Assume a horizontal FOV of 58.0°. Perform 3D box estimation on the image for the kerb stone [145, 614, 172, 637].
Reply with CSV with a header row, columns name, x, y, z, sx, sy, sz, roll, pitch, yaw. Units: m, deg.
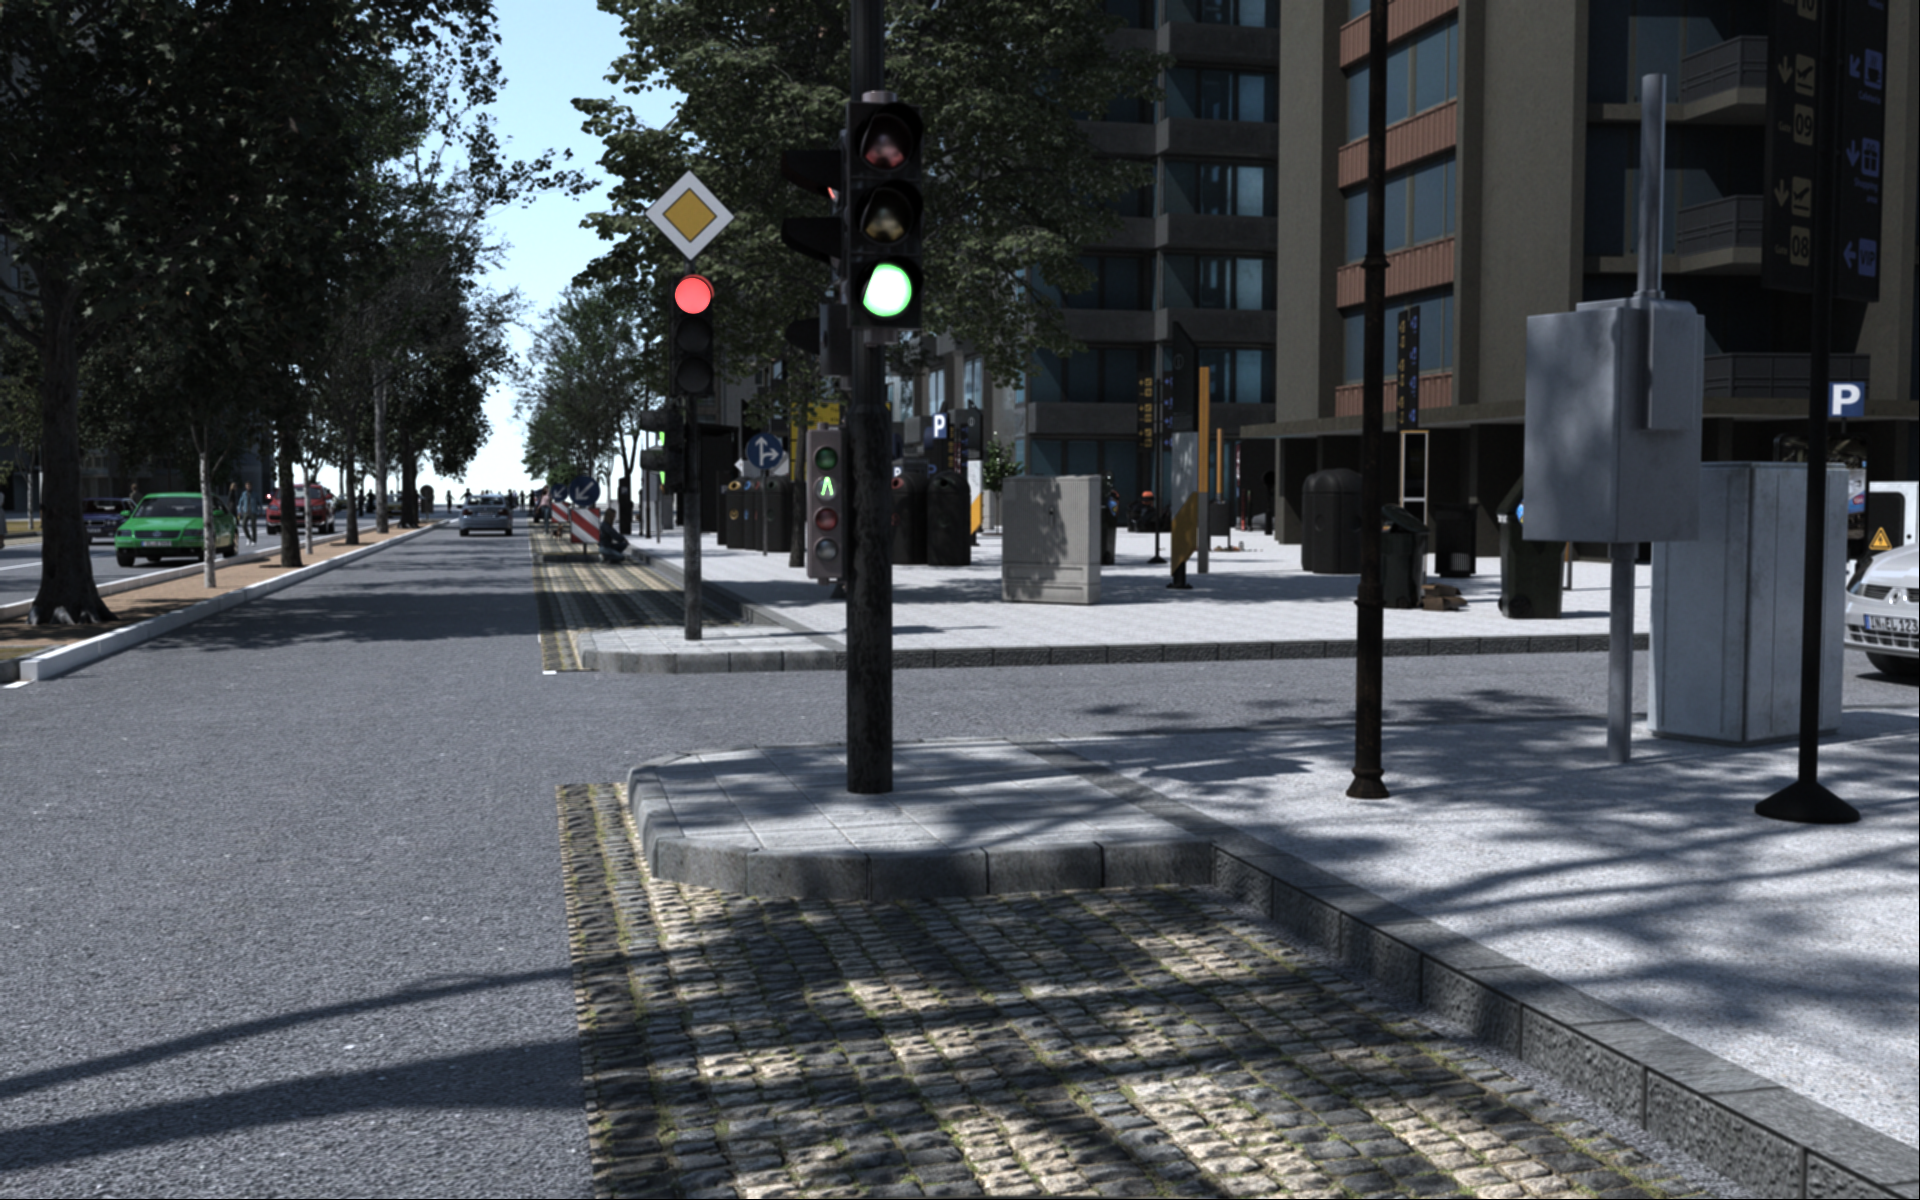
name,x,y,z,sx,sy,sz,roll,pitch,yaw
kerb stone,-8.242,0.276,17.697,0.120,0.150,1.000,-1,4,-14

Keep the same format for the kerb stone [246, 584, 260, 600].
name,x,y,z,sx,sy,sz,roll,pitch,yaw
kerb stone,-9.733,-0.089,23.653,0.120,0.150,1.000,-1,4,-14

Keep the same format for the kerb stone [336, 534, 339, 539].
name,x,y,z,sx,sy,sz,roll,pitch,yaw
kerb stone,-19.537,-1.944,53.978,0.120,0.150,1.000,-1,4,-14

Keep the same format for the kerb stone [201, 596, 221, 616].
name,x,y,z,sx,sy,sz,roll,pitch,yaw
kerb stone,-8.999,0.093,20.676,0.120,0.150,1.000,-1,4,-14

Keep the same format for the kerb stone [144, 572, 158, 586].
name,x,y,z,sx,sy,sz,roll,pitch,yaw
kerb stone,-12.770,-0.302,27.129,0.120,0.150,1.000,-1,4,-14

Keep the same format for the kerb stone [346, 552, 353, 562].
name,x,y,z,sx,sy,sz,roll,pitch,yaw
kerb stone,-12.986,-0.880,36.585,0.120,0.150,1.000,-1,4,-14

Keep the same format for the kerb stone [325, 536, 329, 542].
name,x,y,z,sx,sy,sz,roll,pitch,yaw
kerb stone,-18.778,-1.758,50.985,0.120,0.150,1.000,-1,4,-14

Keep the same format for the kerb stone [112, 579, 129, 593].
name,x,y,z,sx,sy,sz,roll,pitch,yaw
kerb stone,-12.280,-0.176,25.138,0.120,0.150,1.000,-1,4,-14

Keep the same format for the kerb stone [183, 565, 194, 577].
name,x,y,z,sx,sy,sz,roll,pitch,yaw
kerb stone,-13.520,-0.484,30.117,0.120,0.150,1.000,-1,4,-14

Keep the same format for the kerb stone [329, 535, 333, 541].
name,x,y,z,sx,sy,sz,roll,pitch,yaw
kerb stone,-19.020,-1.818,51.985,0.120,0.150,1.000,-1,4,-14

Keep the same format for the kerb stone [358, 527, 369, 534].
name,x,y,z,sx,sy,sz,roll,pitch,yaw
kerb stone,-22.029,-2.552,63.935,0.120,0.150,1.000,-1,4,-14

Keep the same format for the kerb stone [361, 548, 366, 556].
name,x,y,z,sx,sy,sz,roll,pitch,yaw
kerb stone,-13.747,-1.061,39.572,0.120,0.150,1.000,-1,4,-14

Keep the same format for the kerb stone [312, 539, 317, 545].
name,x,y,z,sx,sy,sz,roll,pitch,yaw
kerb stone,-18.028,-1.579,48.012,0.120,0.150,1.000,-1,4,-14

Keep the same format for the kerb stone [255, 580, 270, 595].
name,x,y,z,sx,sy,sz,roll,pitch,yaw
kerb stone,-9.995,-0.151,24.657,0.120,0.150,1.000,-1,4,-14

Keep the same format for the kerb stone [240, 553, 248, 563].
name,x,y,z,sx,sy,sz,roll,pitch,yaw
kerb stone,-15.028,-0.849,36.074,0.120,0.150,1.000,-1,4,-14

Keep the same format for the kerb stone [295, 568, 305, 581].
name,x,y,z,sx,sy,sz,roll,pitch,yaw
kerb stone,-10.994,-0.394,28.637,0.120,0.150,1.000,-1,4,-14

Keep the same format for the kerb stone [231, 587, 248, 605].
name,x,y,z,sx,sy,sz,roll,pitch,yaw
kerb stone,-9.495,-0.028,22.659,0.120,0.150,1.000,-1,4,-14

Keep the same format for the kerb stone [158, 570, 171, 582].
name,x,y,z,sx,sy,sz,roll,pitch,yaw
kerb stone,-13.028,-0.363,28.127,0.120,0.150,1.000,-1,4,-14

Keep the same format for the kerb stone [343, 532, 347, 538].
name,x,y,z,sx,sy,sz,roll,pitch,yaw
kerb stone,-20.024,-2.067,55.985,0.120,0.150,1.000,-1,4,-14

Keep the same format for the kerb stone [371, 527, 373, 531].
name,x,y,z,sx,sy,sz,roll,pitch,yaw
kerb stone,-22.528,-2.674,65.921,0.120,0.150,1.000,-1,4,-14

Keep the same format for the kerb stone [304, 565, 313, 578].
name,x,y,z,sx,sy,sz,roll,pitch,yaw
kerb stone,-11.239,-0.451,29.629,0.120,0.150,1.000,-1,4,-14

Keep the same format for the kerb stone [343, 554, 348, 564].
name,x,y,z,sx,sy,sz,roll,pitch,yaw
kerb stone,-12.743,-0.819,35.589,0.120,0.150,1.000,-1,4,-14

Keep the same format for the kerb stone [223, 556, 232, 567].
name,x,y,z,sx,sy,sz,roll,pitch,yaw
kerb stone,-14.530,-0.727,34.087,0.120,0.150,1.000,-1,4,-14

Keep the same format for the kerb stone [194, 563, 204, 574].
name,x,y,z,sx,sy,sz,roll,pitch,yaw
kerb stone,-13.780,-0.545,31.109,0.120,0.150,1.000,-1,4,-14

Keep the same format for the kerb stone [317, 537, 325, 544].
name,x,y,z,sx,sy,sz,roll,pitch,yaw
kerb stone,-18.521,-1.697,49.996,0.120,0.150,1.000,-1,4,-14

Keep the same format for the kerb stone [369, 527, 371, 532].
name,x,y,z,sx,sy,sz,roll,pitch,yaw
kerb stone,-22.281,-2.614,64.929,0.120,0.150,1.000,-1,4,-14

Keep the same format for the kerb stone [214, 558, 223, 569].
name,x,y,z,sx,sy,sz,roll,pitch,yaw
kerb stone,-14.276,-0.667,33.095,0.120,0.150,1.000,-1,4,-14

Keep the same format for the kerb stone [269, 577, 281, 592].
name,x,y,z,sx,sy,sz,roll,pitch,yaw
kerb stone,-10.233,-0.210,25.651,0.120,0.150,1.000,-1,4,-14

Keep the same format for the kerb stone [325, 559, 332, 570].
name,x,y,z,sx,sy,sz,roll,pitch,yaw
kerb stone,-11.985,-0.637,32.610,0.120,0.150,1.000,-1,4,-14

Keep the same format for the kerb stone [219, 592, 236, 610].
name,x,y,z,sx,sy,sz,roll,pitch,yaw
kerb stone,-9.242,0.032,21.669,0.120,0.150,1.000,-1,4,-14

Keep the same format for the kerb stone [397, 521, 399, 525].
name,x,y,z,sx,sy,sz,roll,pitch,yaw
kerb stone,-25.777,-3.465,78.855,0.120,0.150,1.000,-1,4,-14

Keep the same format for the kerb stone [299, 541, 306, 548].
name,x,y,z,sx,sy,sz,roll,pitch,yaw
kerb stone,-17.785,-1.518,47.016,0.120,0.150,1.000,-1,4,-14

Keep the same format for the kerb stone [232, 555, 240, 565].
name,x,y,z,sx,sy,sz,roll,pitch,yaw
kerb stone,-14.778,-0.783,35.084,0.120,0.150,1.000,-1,4,-14

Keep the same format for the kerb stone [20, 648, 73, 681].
name,x,y,z,sx,sy,sz,roll,pitch,yaw
kerb stone,-7.242,0.518,13.727,0.120,0.150,1.000,-1,4,-14

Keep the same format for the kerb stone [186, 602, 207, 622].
name,x,y,z,sx,sy,sz,roll,pitch,yaw
kerb stone,-8.738,0.163,19.681,0.120,0.150,1.000,-1,4,-14

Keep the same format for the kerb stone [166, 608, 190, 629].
name,x,y,z,sx,sy,sz,roll,pitch,yaw
kerb stone,-8.495,0.217,18.688,0.120,0.150,1.000,-1,4,-14

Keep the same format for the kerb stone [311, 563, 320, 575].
name,x,y,z,sx,sy,sz,roll,pitch,yaw
kerb stone,-11.485,-0.515,30.621,0.120,0.150,1.000,-1,4,-14

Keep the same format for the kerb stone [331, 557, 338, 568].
name,x,y,z,sx,sy,sz,roll,pitch,yaw
kerb stone,-12.236,-0.698,33.604,0.120,0.150,1.000,-1,4,-14

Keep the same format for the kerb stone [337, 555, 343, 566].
name,x,y,z,sx,sy,sz,roll,pitch,yaw
kerb stone,-12.487,-0.758,34.595,0.120,0.150,1.000,-1,4,-14

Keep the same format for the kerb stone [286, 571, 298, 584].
name,x,y,z,sx,sy,sz,roll,pitch,yaw
kerb stone,-10.742,-0.333,27.645,0.120,0.150,1.000,-1,4,-14

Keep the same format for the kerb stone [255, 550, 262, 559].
name,x,y,z,sx,sy,sz,roll,pitch,yaw
kerb stone,-15.534,-0.963,38.058,0.120,0.150,1.000,-1,4,-14

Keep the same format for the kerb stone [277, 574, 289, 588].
name,x,y,z,sx,sy,sz,roll,pitch,yaw
kerb stone,-10.490,-0.270,26.650,0.120,0.150,1.000,-1,4,-14

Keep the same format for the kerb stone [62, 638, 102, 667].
name,x,y,z,sx,sy,sz,roll,pitch,yaw
kerb stone,-7.501,0.458,14.715,0.120,0.150,1.000,-1,4,-14

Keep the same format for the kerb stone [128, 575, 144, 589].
name,x,y,z,sx,sy,sz,roll,pitch,yaw
kerb stone,-12.526,-0.241,26.134,0.120,0.150,1.000,-1,4,-14

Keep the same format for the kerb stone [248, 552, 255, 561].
name,x,y,z,sx,sy,sz,roll,pitch,yaw
kerb stone,-15.277,-0.909,37.069,0.120,0.150,1.000,-1,4,-14

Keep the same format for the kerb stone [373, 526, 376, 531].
name,x,y,z,sx,sy,sz,roll,pitch,yaw
kerb stone,-22.780,-2.732,66.916,0.120,0.150,1.000,-1,4,-14

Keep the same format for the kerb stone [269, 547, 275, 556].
name,x,y,z,sx,sy,sz,roll,pitch,yaw
kerb stone,-16.027,-1.090,40.056,0.120,0.150,1.000,-1,4,-14

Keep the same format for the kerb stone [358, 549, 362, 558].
name,x,y,z,sx,sy,sz,roll,pitch,yaw
kerb stone,-13.496,-0.999,38.576,0.120,0.150,1.000,-1,4,-14

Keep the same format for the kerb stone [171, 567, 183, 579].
name,x,y,z,sx,sy,sz,roll,pitch,yaw
kerb stone,-13.276,-0.422,29.120,0.120,0.150,1.000,-1,4,-14

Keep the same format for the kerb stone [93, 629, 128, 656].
name,x,y,z,sx,sy,sz,roll,pitch,yaw
kerb stone,-7.748,0.399,15.707,0.120,0.150,1.000,-1,4,-14

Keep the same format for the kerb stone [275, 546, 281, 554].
name,x,y,z,sx,sy,sz,roll,pitch,yaw
kerb stone,-16.274,-1.150,41.048,0.120,0.150,1.000,-1,4,-14

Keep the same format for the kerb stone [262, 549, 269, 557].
name,x,y,z,sx,sy,sz,roll,pitch,yaw
kerb stone,-15.779,-1.027,39.052,0.120,0.150,1.000,-1,4,-14

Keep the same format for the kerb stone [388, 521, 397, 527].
name,x,y,z,sx,sy,sz,roll,pitch,yaw
kerb stone,-25.533,-3.404,77.860,0.120,0.150,1.000,-1,4,-14

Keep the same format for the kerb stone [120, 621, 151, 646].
name,x,y,z,sx,sy,sz,roll,pitch,yaw
kerb stone,-8.000,0.336,16.702,0.120,0.150,1.000,-1,4,-14

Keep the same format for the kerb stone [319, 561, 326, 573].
name,x,y,z,sx,sy,sz,roll,pitch,yaw
kerb stone,-11.735,-0.576,31.615,0.120,0.150,1.000,-1,4,-14

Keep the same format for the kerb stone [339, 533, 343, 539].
name,x,y,z,sx,sy,sz,roll,pitch,yaw
kerb stone,-19.783,-2.005,54.976,0.120,0.150,1.000,-1,4,-14

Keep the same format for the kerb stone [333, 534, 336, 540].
name,x,y,z,sx,sy,sz,roll,pitch,yaw
kerb stone,-19.275,-1.883,52.977,0.120,0.150,1.000,-1,4,-14

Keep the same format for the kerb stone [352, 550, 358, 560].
name,x,y,z,sx,sy,sz,roll,pitch,yaw
kerb stone,-13.238,-0.940,37.576,0.120,0.150,1.000,-1,4,-14
